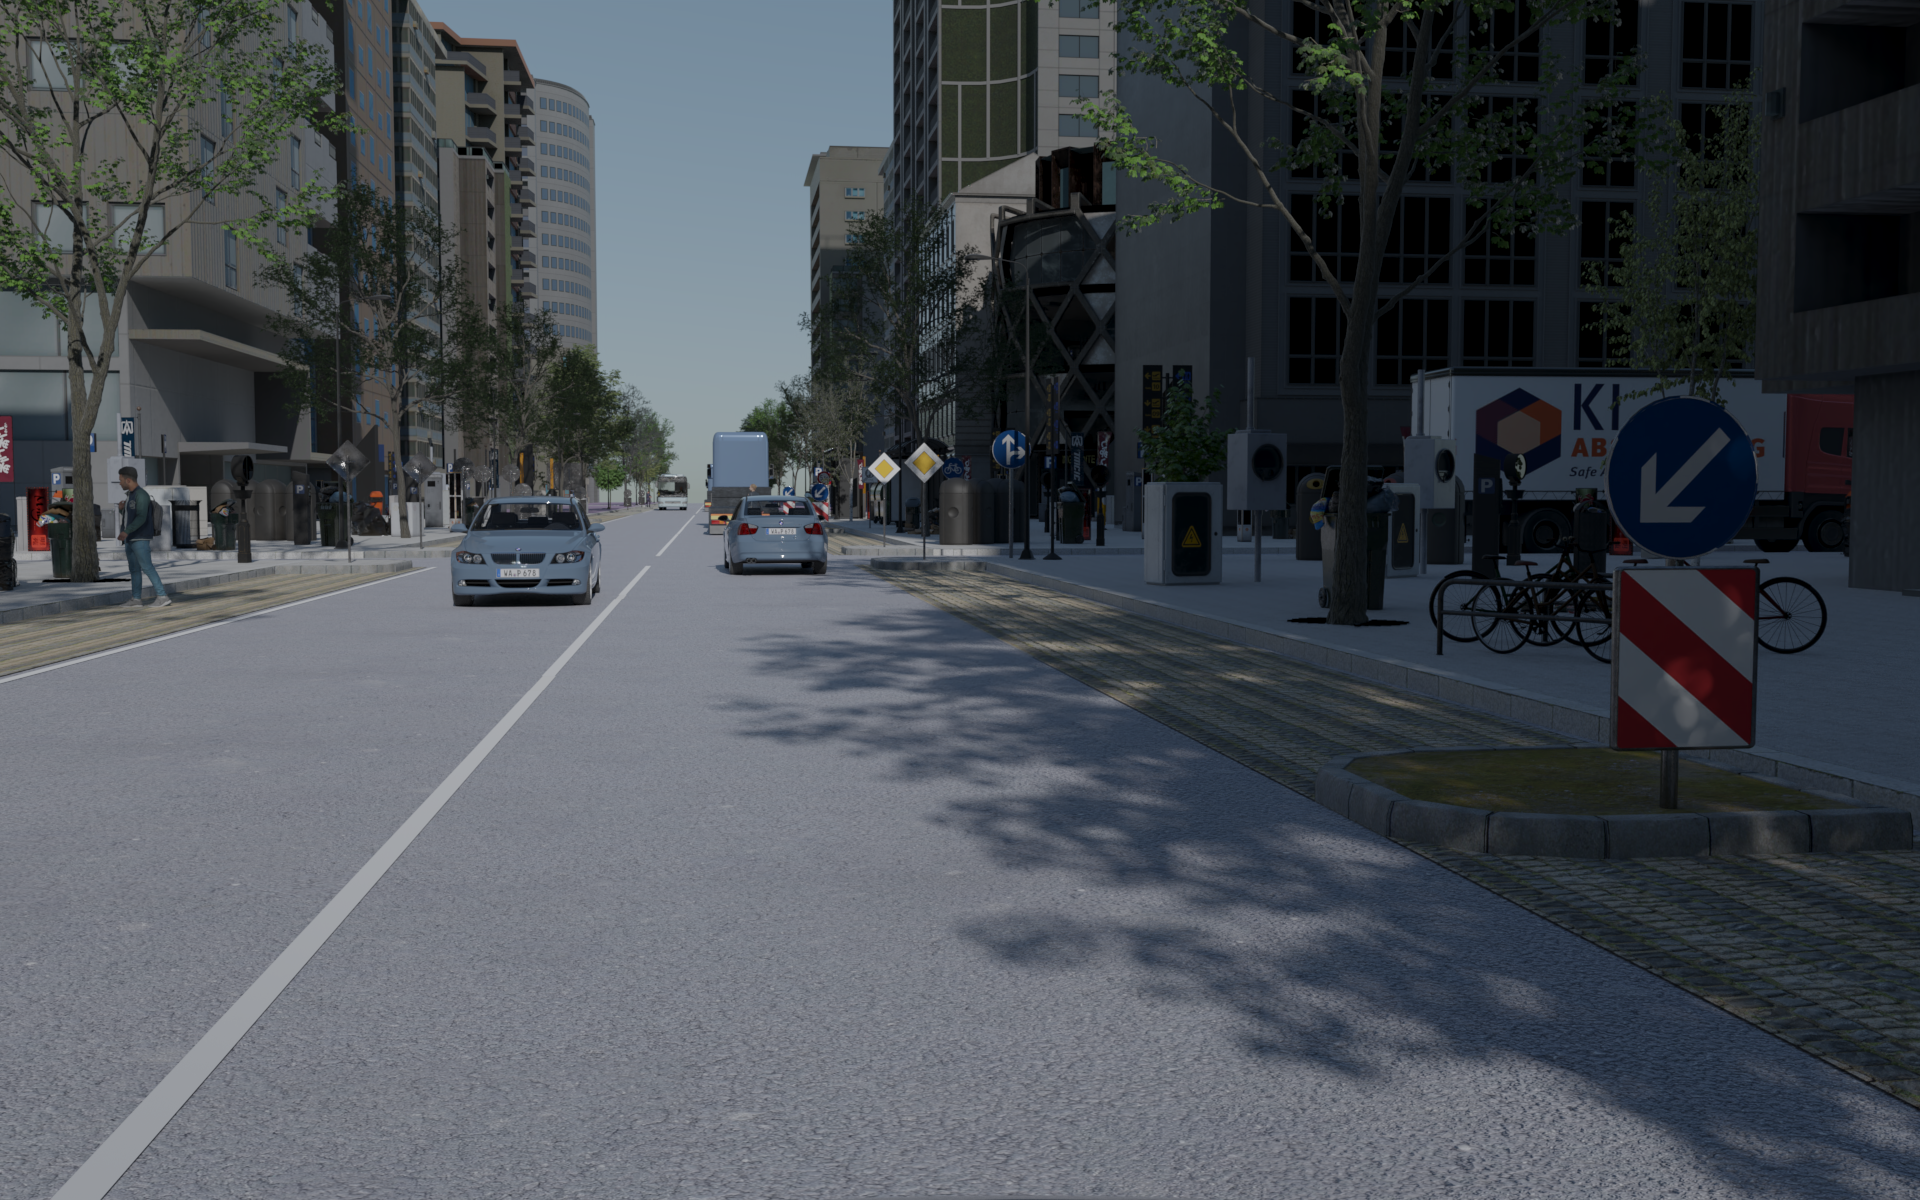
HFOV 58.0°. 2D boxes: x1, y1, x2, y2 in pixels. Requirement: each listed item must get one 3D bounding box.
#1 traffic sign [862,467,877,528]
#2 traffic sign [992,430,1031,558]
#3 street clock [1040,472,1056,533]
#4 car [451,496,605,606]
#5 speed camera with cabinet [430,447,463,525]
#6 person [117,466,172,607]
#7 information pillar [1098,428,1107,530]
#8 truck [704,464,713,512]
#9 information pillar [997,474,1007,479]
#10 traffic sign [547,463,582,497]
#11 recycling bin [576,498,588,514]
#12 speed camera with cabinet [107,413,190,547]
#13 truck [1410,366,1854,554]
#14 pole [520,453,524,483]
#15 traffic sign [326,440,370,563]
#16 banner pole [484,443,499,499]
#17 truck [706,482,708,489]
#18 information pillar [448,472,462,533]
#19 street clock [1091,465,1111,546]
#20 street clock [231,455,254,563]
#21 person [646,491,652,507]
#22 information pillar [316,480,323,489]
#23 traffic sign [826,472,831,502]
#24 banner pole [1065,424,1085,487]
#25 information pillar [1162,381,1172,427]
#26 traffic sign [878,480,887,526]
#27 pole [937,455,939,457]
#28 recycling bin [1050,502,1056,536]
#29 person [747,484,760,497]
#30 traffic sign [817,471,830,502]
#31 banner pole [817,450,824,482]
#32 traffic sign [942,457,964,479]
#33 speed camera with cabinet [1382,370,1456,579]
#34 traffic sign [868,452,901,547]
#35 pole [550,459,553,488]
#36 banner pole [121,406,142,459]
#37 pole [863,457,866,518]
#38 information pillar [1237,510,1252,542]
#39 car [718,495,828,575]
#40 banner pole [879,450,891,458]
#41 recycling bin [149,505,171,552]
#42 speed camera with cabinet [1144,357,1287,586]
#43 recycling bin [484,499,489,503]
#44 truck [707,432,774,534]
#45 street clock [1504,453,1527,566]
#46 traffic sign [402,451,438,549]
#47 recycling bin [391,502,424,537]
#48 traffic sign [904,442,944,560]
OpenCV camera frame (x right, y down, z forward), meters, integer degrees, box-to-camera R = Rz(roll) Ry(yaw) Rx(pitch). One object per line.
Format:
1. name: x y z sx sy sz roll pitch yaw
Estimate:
1. traffic sign: -3.370 -3.831 64.772 0.606 2.300 0.079 0 4 -1
2. traffic sign: 1.025 -2.112 34.644 0.768 2.556 0.104 0 4 -3
3. street clock: 2.926 -3.240 57.538 0.471 2.002 0.358 -2 4 -23
4. car: -5.866 -0.717 23.734 2.014 1.417 4.499 -1 4 -9
5. speed camera with cabinet: -21.488 -4.766 72.258 2.038 3.252 0.660 3 5 42
6. person: -10.380 -0.796 21.855 0.623 1.781 0.721 3 4 38
7. information pillar: 5.074 -4.316 61.919 0.183 3.616 0.504 -2 4 -25
8. truck: -20.587 -9.738 148.970 2.967 4.110 18.799 0 4 -7
9. information pillar: 1.568 -3.677 64.617 0.304 2.012 0.304 -1 4 -13
10. traffic sign: -25.891 -7.305 113.316 2.265 3.308 0.079 0 4 -3
11. recycling bin: -24.546 -6.093 112.176 0.722 1.027 0.722 1 4 10
12. speed camera with cabinet: -19.856 -2.939 42.387 2.038 3.252 0.660 1 4 19
13. truck: 16.179 -3.113 39.817 11.283 4.237 2.839 0 4 -6
14. pole: -21.747 -5.635 85.982 0.158 3.312 0.155 0 3 0
15. traffic sign: -11.390 -1.751 32.270 0.795 2.450 0.064 0 4 -8
16. banner pole: -23.832 -5.993 88.001 0.863 3.779 0.401 -1 4 -9
17. truck: -29.840 -13.463 216.047 3.469 3.379 9.791 -1 4 -9
18. information pillar: -16.855 -3.264 57.853 0.304 2.012 0.304 2 4 29
19. street clock: 3.470 -2.334 42.728 0.471 2.002 0.358 1 4 15
20. street clock: -13.326 -1.690 32.209 0.358 2.002 0.471 0 4 3
21. person: -31.885 -10.325 177.754 0.568 1.767 0.683 1 4 19
22. information pillar: -34.211 -5.387 92.573 0.304 2.012 0.304 0 4 -4
23. traffic sign: -7.748 -6.149 100.634 0.768 2.556 0.104 0 4 -6
24. banner pole: 4.023 -4.393 61.845 0.863 3.779 0.401 0 4 4
25. information pillar: 4.064 -2.555 33.124 0.183 3.616 0.504 -3 4 -36
26. traffic sign: -2.964 -4.226 69.093 0.884 2.594 0.081 0 4 -1
27. pole: -1.006 -5.284 80.241 0.158 3.312 0.155 0 3 0
28. recycling bin: 3.207 -2.459 52.753 0.722 1.027 0.722 -2 4 -30
29. person: -6.887 -3.016 58.231 0.534 1.772 0.576 1 4 18
30. traffic sign: -7.507 -5.845 95.669 0.768 2.556 0.104 0 4 0
31. banner pole: -7.704 -6.579 97.585 0.401 3.779 0.863 0 4 -2
32. traffic sign: -0.240 -3.668 60.078 0.768 2.556 0.104 0 4 1
33. speed camera with cabinet: 6.982 -1.999 27.027 2.038 3.252 0.660 -3 5 -45
34. traffic sign: -1.824 -2.326 41.669 0.795 2.450 0.064 0 4 -8
35. pole: -23.404 -6.453 99.343 0.158 3.312 0.155 0 3 0
36. banner pole: -23.672 -3.644 49.598 0.863 3.779 0.401 1 4 9
37. pole: -5.225 -6.133 94.115 0.158 3.312 0.155 0 3 0
38. information pillar: 7.633 -2.564 46.416 0.304 2.012 0.304 -1 4 -17
39. car: -3.460 -1.230 32.117 2.014 1.417 4.499 -1 4 -10
40. banner pole: -4.329 -6.637 98.529 0.863 3.779 0.401 -1 4 -16
41. recycling bin: -18.116 -1.610 38.884 0.722 1.027 0.722 -2 4 -24
42. speed camera with cabinet: 3.657 -1.859 24.723 2.038 3.252 0.660 -2 4 -23
43. recycling bin: -23.482 -4.545 86.859 0.722 1.027 0.722 -3 5 -40
44. truck: -8.742 -4.867 69.335 2.967 4.110 18.799 0 4 -8
45. street clock: 9.919 -1.615 30.978 0.358 2.002 0.471 3 5 43
46. traffic sign: -12.514 -2.234 40.175 0.795 2.450 0.064 0 4 -8
47. recycling bin: -16.655 -2.425 52.208 0.722 1.027 0.722 1 4 13
48. traffic sign: -0.700 -1.842 33.763 0.795 2.450 0.064 0 4 -8
